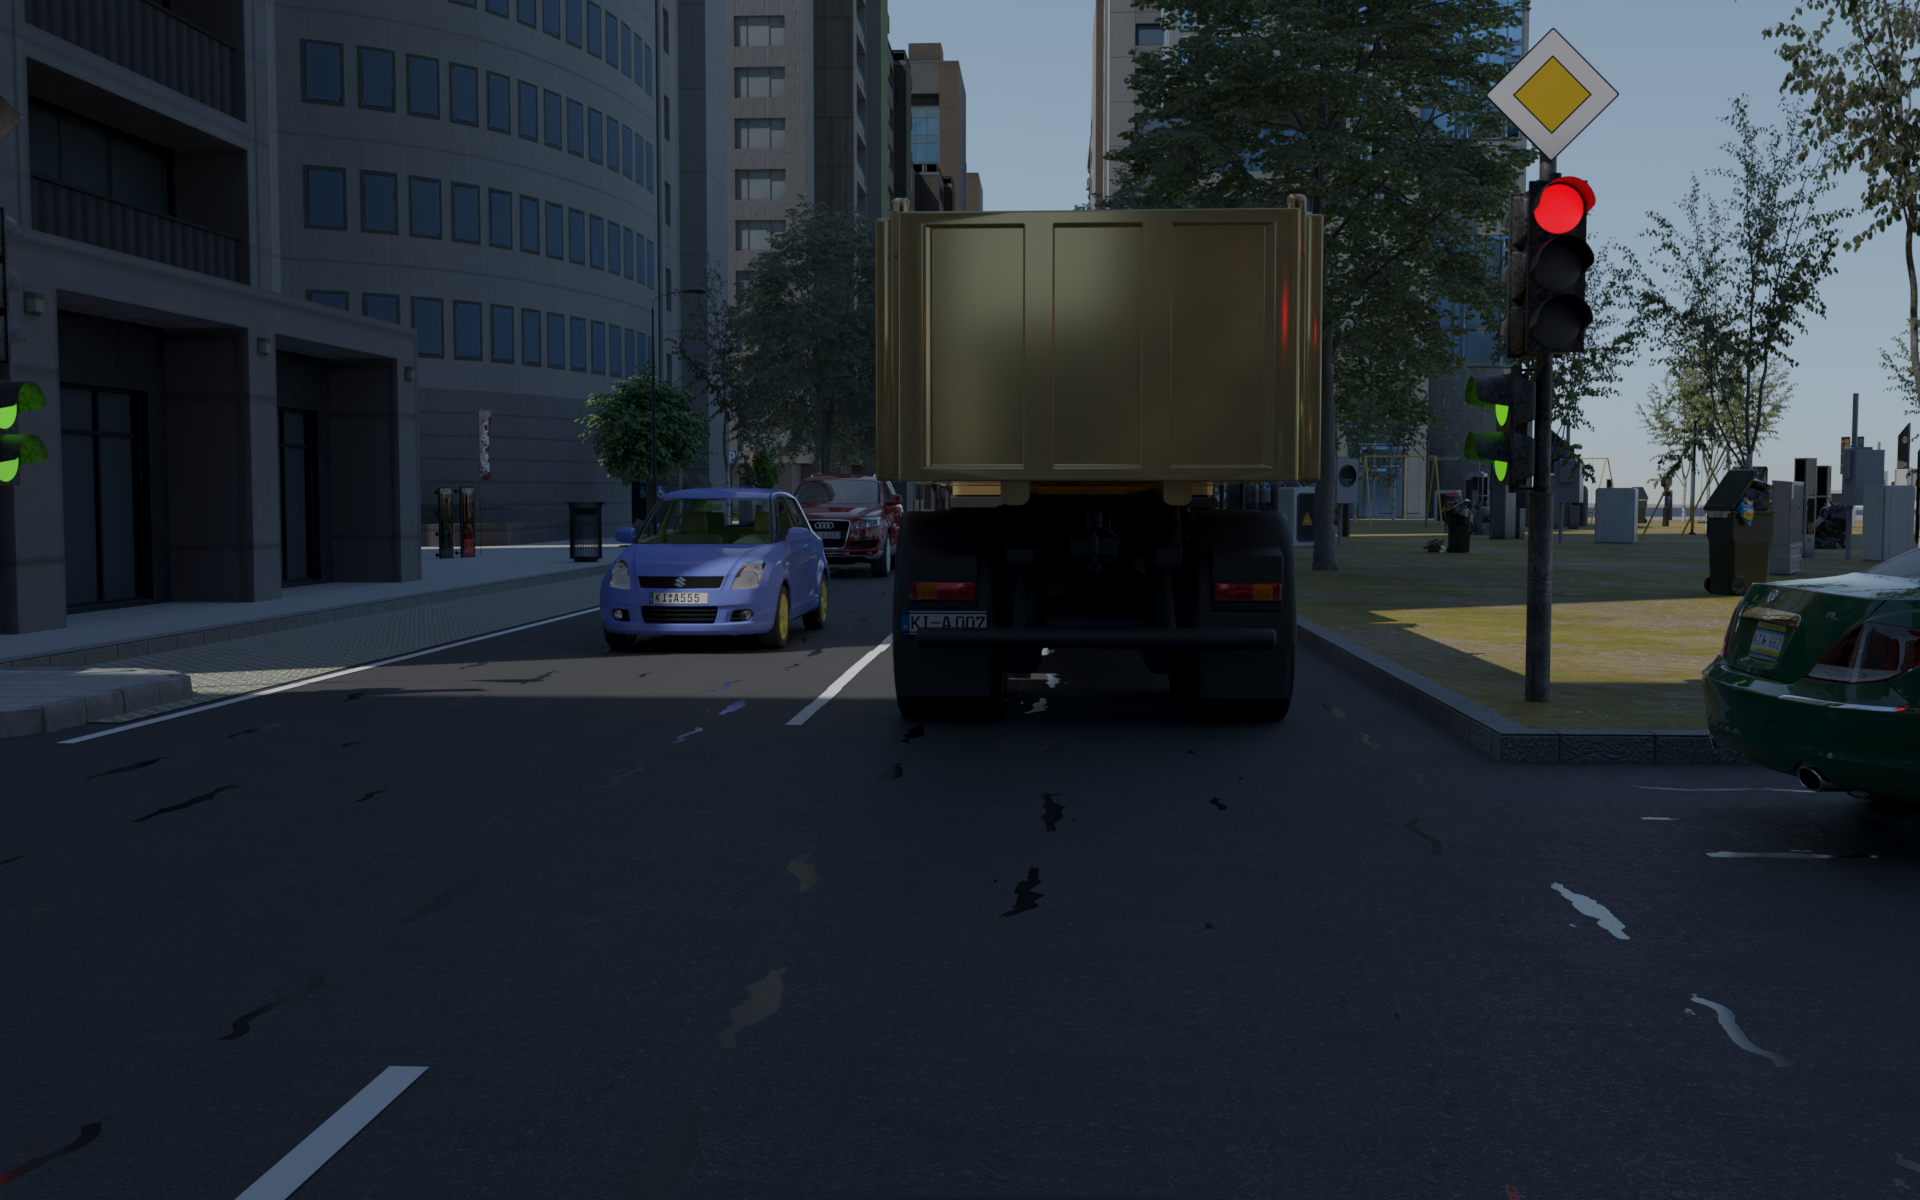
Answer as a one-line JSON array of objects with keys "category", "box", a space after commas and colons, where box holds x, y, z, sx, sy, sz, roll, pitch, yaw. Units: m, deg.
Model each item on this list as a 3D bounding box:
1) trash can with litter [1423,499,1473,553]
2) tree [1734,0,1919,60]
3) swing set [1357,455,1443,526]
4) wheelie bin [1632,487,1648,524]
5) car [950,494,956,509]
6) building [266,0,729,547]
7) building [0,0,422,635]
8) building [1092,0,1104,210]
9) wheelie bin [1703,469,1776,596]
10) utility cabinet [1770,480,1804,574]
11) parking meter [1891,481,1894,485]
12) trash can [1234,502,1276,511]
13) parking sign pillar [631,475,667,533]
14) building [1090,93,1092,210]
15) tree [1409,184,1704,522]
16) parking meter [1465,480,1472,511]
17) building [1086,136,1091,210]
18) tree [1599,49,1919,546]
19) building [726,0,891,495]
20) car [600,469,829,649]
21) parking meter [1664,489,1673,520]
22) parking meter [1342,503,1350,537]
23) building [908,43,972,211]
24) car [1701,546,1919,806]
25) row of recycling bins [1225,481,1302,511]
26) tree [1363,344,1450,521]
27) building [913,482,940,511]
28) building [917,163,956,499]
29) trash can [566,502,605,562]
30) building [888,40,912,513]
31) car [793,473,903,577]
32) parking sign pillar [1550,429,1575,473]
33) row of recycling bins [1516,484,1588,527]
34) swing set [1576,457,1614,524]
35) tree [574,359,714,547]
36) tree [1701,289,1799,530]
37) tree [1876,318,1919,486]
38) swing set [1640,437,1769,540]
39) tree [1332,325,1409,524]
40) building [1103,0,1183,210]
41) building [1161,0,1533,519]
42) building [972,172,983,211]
[{"category": "trash can with litter", "box": [10.687, -1.625, 37.957, 1.055, 1.170, 0.624, 2, 4, 35]}, {"category": "tree", "box": [9.261, -4.015, 16.002, 4.360, 8.622, 3.978, 0, 3, 0]}, {"category": "swing set", "box": [17.821, -4.470, 70.700, 3.119, 2.851, 2.862, 0, 4, 3]}, {"category": "wheelie bin", "box": [29.450, -4.127, 75.385, 0.980, 1.594, 0.693, -1, 4, -22]}, {"category": "car", "box": [-0.136, -6.936, 123.627, 2.015, 1.641, 3.980, 0, 4, 3]}, {"category": "building", "box": [-20.239, -31.232, 52.637, 21.231, 58.520, 28.212, 0, 4, 3]}, {"category": "building", "box": [-18.478, -35.566, 19.757, 20.563, 71.187, 20.611, 0, 4, 3]}, {"category": "building", "box": [18.737, -30.799, 153.679, 14.600, 45.320, 14.200, 0, 4, 3]}, {"category": "wheelie bin", "box": [9.960, -0.870, 22.139, 0.693, 1.594, 0.980, 0, 4, -7]}, {"category": "utility cabinet", "box": [13.273, -1.168, 27.771, 0.318, 1.500, 1.173, 2, 4, 34]}, {"category": "parking meter", "box": [37.978, -3.948, 70.269, 0.255, 1.863, 0.399, -1, 4, -11]}, {"category": "trash can", "box": [5.331, -1.203, 31.316, 0.748, 1.137, 0.748, 0, 3, 0]}, {"category": "parking sign pillar", "box": [-8.738, -3.681, 48.658, 1.447, 3.967, 1.447, -3, 5, -40]}, {"category": "building", "box": [24.625, -34.210, 183.030, 21.300, 48.544, 21.600, 0, 4, 3]}, {"category": "tree", "box": [14.129, -5.562, 41.293, 4.737, 8.622, 4.395, 0, 3, 0]}, {"category": "parking meter", "box": [20.862, -3.997, 71.060, 0.255, 1.863, 0.399, 1, 4, 12]}, {"category": "building", "box": [26.270, -33.893, 208.777, 22.147, 44.769, 28.867, 0, 4, 3]}, {"category": "tree", "box": [14.193, -4.961, 31.468, 4.360, 8.622, 3.978, 0, 3, 0]}, {"category": "building", "box": [-11.421, -25.075, 93.566, 14.154, 41.232, 14.086, 0, 4, 3]}, {"category": "car", "box": [-2.365, -0.467, 17.219, 1.945, 1.707, 3.694, 0, 4, 4]}, {"category": "parking meter", "box": [34.614, -4.661, 84.620, 0.372, 1.533, 0.369, 0, 3, 0]}, {"category": "parking meter", "box": [11.615, -2.846, 52.239, 0.255, 1.863, 0.399, 1, 4, 23]}, {"category": "building", "box": [-6.631, -32.215, 176.821, 14.600, 45.320, 14.200, 0, 4, 3]}, {"category": "car", "box": [5.727, 0.284, 7.149, 4.920, 1.459, 2.131, 0, 4, 4]}, {"category": "row of recycling bins", "box": [7.968, -2.351, 45.558, 1.069, 1.692, 3.534, 2, 4, 35]}, {"category": "tree", "box": [20.930, -8.083, 82.516, 4.360, 8.622, 3.978, 0, 3, 0]}, {"category": "building", "box": [-16.057, -17.429, 130.003, 27.650, 21.520, 28.899, 0, 4, 3]}, {"category": "building", "box": [-7.773, -23.217, 151.293, 14.160, 30.474, 14.107, 0, 4, 3]}, {"category": "trash can", "box": [-7.073, -1.289, 32.728, 0.748, 1.137, 0.748, 0, 3, 0]}, {"category": "building", "box": [-10.503, -20.565, 107.936, 14.160, 30.474, 14.107, 0, 4, 3]}, {"category": "car", "box": [-2.137, -1.410, 31.727, 2.281, 1.827, 5.304, 0, 4, 3]}, {"category": "parking sign pillar", "box": [24.377, -5.022, 70.580, 1.447, 3.967, 1.447, -2, 4, -27]}, {"category": "row of recycling bins", "box": [23.327, -3.751, 68.440, 3.534, 1.692, 1.069, -1, 4, -21]}, {"category": "swing set", "box": [26.720, -4.731, 74.971, 3.119, 2.851, 2.862, 3, 5, 45]}, {"category": "tree", "box": [-7.703, -3.580, 42.253, 4.285, 4.588, 4.351, 0, 3, 0]}, {"category": "tree", "box": [26.885, -6.811, 61.724, 4.737, 8.622, 4.395, 0, 3, 0]}, {"category": "tree", "box": [29.374, -6.125, 50.508, 4.737, 8.622, 4.395, 0, 3, 0]}, {"category": "swing set", "box": [20.994, -3.108, 48.438, 2.862, 2.851, 3.119, 3, 5, 44]}, {"category": "tree", "box": [17.044, -7.579, 74.286, 4.737, 8.622, 4.395, 0, 3, 0]}, {"category": "building", "box": [21.418, -36.058, 131.555, 21.231, 58.520, 28.212, 0, 4, 3]}, {"category": "building", "box": [20.717, -48.225, 101.144, 22.319, 86.520, 31.000, 0, 4, 3]}, {"category": "building", "box": [-4.075, -35.794, 235.339, 14.600, 45.320, 14.200, 0, 4, 3]}]
